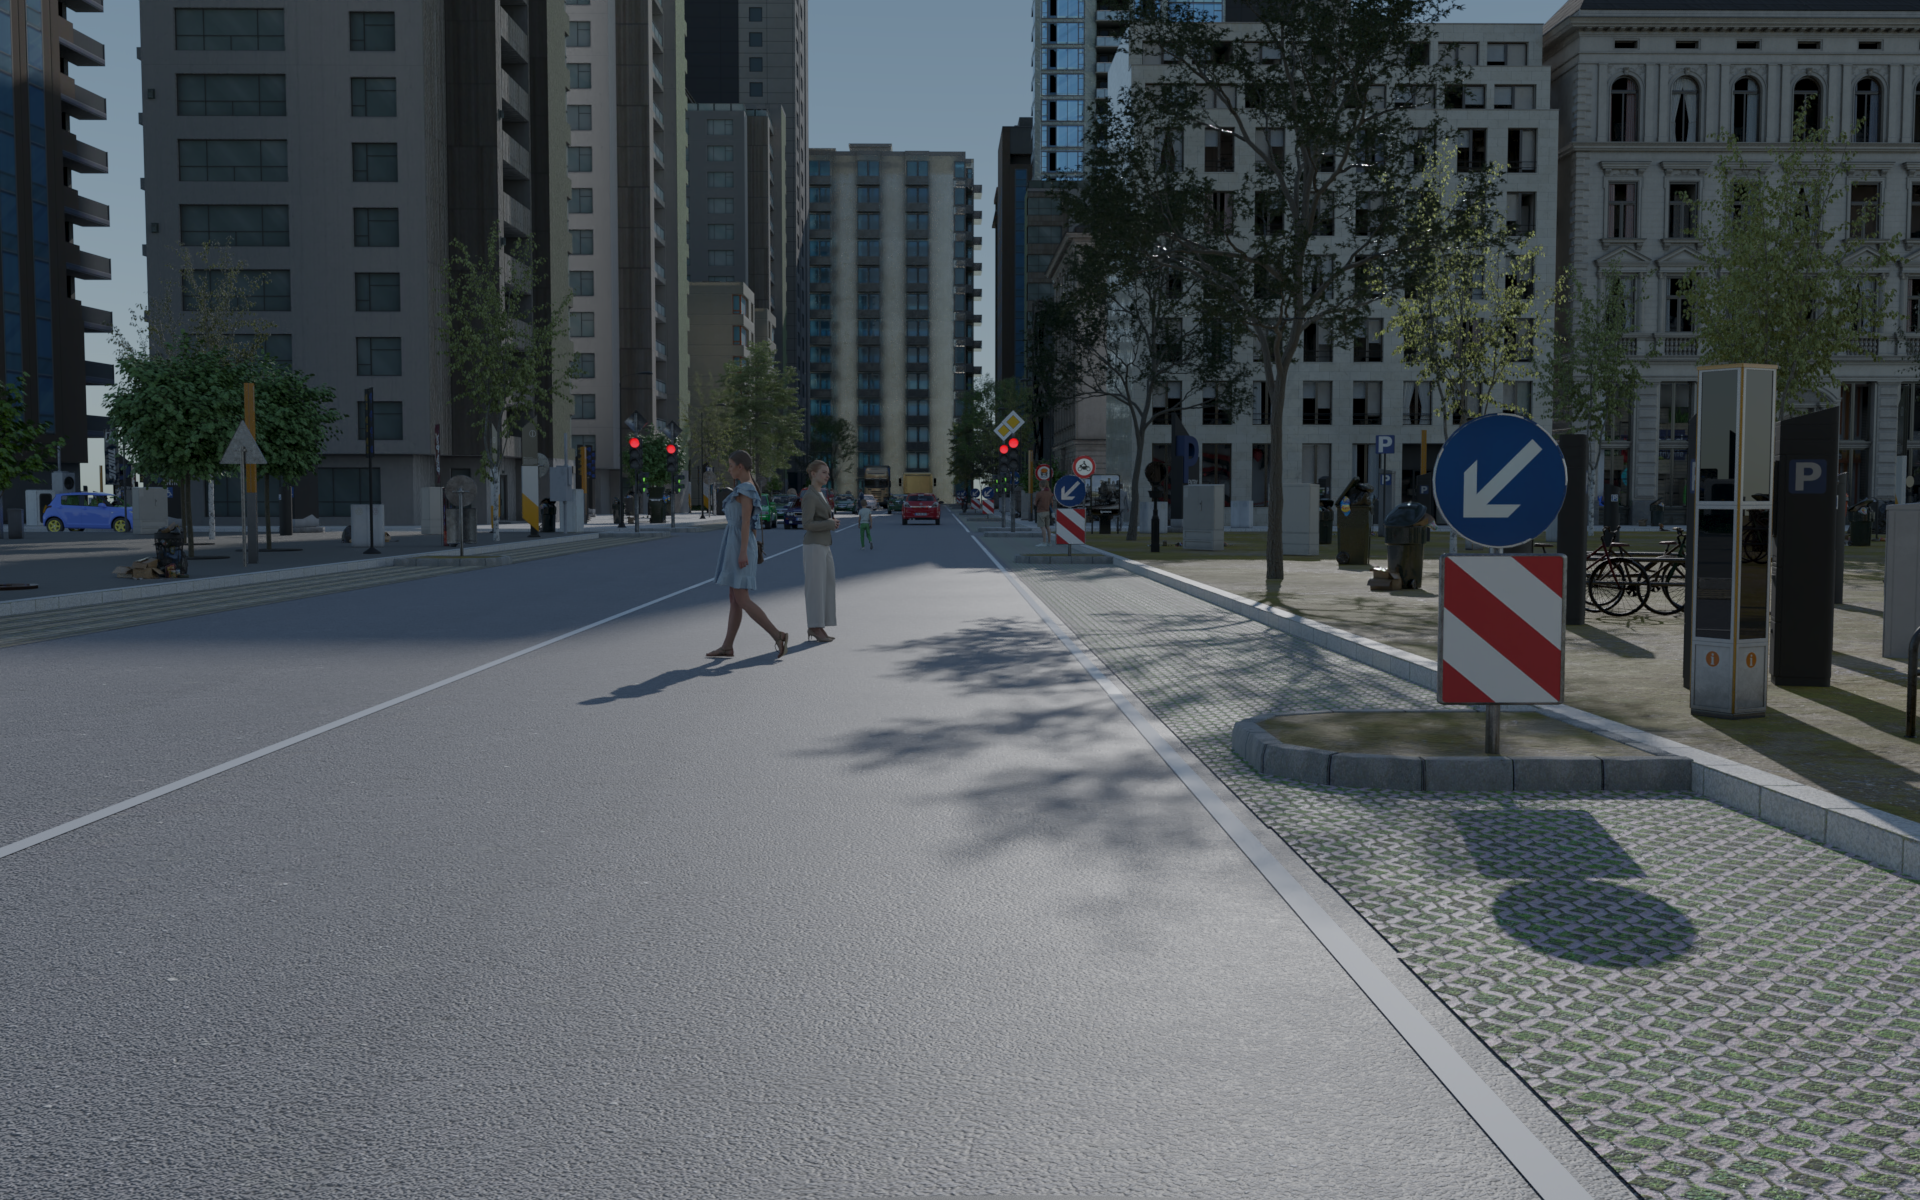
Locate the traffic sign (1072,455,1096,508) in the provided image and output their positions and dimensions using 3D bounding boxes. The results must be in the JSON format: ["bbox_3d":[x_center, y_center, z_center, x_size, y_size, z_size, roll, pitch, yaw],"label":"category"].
[{"bbox_3d":[4.077,-3.476,56.945,0.768,2.556,0.104,0,4,3],"label":"traffic sign"}]

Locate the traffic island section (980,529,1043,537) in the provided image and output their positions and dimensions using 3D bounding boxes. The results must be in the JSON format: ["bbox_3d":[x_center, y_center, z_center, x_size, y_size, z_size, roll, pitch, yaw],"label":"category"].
[{"bbox_3d":[1.803,-2.197,58.201,2.009,0.180,2.903,0,4,-1],"label":"traffic island section"}]

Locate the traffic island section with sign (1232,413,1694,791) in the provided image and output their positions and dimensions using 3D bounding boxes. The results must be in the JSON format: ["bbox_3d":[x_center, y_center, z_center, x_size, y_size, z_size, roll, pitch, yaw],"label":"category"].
[{"bbox_3d":[2.523,-0.038,9.243,1.989,1.847,2.006,0,4,-1],"label":"traffic island section with sign"}]

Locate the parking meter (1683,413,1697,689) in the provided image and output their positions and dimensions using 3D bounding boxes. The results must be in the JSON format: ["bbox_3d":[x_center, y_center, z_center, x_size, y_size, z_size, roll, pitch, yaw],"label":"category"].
[{"bbox_3d":[4.912,-0.341,11.291,0.255,1.863,0.399,0,4,6],"label":"parking meter"}]

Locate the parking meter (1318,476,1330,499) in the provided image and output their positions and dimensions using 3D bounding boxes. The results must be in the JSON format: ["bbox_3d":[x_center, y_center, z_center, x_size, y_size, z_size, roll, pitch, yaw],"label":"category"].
[{"bbox_3d":[11.749,-3.073,55.948,0.255,1.863,0.399,2,4,35],"label":"parking meter"}]

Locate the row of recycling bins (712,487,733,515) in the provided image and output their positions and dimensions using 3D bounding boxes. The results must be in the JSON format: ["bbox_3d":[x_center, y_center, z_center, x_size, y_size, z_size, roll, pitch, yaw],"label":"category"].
[{"bbox_3d":[-14.446,-6.038,105.839,1.069,1.692,3.534,-1,4,-16],"label":"row of recycling bins"}]

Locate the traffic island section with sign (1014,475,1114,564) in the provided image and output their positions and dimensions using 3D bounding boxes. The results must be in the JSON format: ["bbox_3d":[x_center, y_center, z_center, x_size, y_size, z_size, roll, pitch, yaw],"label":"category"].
[{"bbox_3d":[2.137,-1.686,36.195,1.989,1.847,2.006,0,4,-1],"label":"traffic island section with sign"}]

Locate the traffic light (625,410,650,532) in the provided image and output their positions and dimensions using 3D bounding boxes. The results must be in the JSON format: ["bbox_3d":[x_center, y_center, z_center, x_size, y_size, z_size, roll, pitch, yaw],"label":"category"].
[{"bbox_3d":[-10.797,-4.218,57.887,0.839,4.253,0.868,0,4,-1],"label":"traffic light"}]

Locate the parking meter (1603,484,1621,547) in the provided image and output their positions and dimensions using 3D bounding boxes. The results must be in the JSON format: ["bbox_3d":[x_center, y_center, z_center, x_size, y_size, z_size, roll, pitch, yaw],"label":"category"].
[{"bbox_3d":[15.775,-2.049,41.913,0.372,1.533,0.369,0,3,0],"label":"parking meter"}]

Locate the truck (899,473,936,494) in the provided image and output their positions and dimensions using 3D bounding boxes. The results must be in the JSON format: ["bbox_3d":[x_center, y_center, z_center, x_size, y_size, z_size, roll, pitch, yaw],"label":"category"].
[{"bbox_3d":[-3.790,-9.746,155.263,3.469,3.379,9.791,0,4,-2],"label":"truck"}]

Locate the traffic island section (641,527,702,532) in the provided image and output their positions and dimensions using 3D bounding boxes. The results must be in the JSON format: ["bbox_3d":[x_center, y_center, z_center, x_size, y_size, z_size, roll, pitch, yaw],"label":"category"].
[{"bbox_3d":[-10.954,-2.674,66.006,2.009,0.180,2.903,0,4,-1],"label":"traffic island section"}]

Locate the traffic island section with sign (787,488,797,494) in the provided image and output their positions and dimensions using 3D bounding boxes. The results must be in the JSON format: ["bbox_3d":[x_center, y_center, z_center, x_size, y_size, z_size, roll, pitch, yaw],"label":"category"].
[{"bbox_3d":[-11.380,-6.663,117.564,1.989,1.847,2.006,0,4,-1],"label":"traffic island section with sign"}]

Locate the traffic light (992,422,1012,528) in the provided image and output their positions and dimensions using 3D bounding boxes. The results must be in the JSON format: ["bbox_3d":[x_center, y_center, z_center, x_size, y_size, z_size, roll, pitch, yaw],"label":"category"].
[{"bbox_3d":[1.646,-4.719,66.071,0.839,4.253,0.868,0,4,-1],"label":"traffic light"}]

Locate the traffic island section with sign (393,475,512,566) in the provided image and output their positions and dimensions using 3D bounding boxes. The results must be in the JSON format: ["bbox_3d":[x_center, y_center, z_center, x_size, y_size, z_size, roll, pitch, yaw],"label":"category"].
[{"bbox_3d":[-10.180,-1.615,35.027,1.989,1.847,2.006,0,4,-1],"label":"traffic island section with sign"}]

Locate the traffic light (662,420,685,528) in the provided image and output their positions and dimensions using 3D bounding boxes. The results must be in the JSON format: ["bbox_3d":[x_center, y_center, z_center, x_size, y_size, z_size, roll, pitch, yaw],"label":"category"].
[{"bbox_3d":[-10.914,-4.706,65.872,0.839,4.253,0.868,0,4,-1],"label":"traffic light"}]

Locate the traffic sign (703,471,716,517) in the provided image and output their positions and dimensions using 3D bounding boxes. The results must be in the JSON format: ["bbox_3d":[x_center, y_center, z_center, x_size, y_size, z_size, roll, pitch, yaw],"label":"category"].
[{"bbox_3d":[-13.726,-5.790,94.778,0.768,2.556,0.104,0,4,1],"label":"traffic sign"}]

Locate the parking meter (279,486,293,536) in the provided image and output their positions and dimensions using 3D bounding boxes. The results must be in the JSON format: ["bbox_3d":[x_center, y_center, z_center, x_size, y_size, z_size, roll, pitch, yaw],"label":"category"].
[{"bbox_3d":[-20.869,-2.764,53.598,0.372,1.533,0.369,0,3,0],"label":"parking meter"}]

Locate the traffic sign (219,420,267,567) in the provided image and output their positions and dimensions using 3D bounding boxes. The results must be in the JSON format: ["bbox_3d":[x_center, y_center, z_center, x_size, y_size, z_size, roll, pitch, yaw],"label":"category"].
[{"bbox_3d":[-12.622,-1.865,30.493,0.884,2.594,0.081,0,4,7],"label":"traffic sign"}]

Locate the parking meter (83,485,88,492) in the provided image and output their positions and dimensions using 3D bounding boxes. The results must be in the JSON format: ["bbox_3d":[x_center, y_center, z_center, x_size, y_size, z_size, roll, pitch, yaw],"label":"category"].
[{"bbox_3d":[-59.143,-6.817,117.167,0.255,1.863,0.399,-2,4,-34],"label":"parking meter"}]

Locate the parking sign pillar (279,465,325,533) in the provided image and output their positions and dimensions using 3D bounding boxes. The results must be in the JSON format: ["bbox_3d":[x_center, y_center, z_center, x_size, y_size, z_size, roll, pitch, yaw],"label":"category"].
[{"bbox_3d":[-21.948,-4.231,57.656,1.447,3.967,1.447,1,4,15],"label":"parking sign pillar"}]

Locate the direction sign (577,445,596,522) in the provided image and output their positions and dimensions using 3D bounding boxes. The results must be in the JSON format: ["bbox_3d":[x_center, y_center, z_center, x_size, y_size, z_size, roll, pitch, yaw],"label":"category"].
[{"bbox_3d":[-17.241,-5.355,79.547,0.379,3.537,0.876,2,4,32],"label":"direction sign"}]

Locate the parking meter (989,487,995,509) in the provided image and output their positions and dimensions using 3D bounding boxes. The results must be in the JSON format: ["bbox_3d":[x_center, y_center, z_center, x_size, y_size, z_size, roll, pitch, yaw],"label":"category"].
[{"bbox_3d":[2.558,-8.096,138.080,0.255,1.863,0.399,3,5,42],"label":"parking meter"}]

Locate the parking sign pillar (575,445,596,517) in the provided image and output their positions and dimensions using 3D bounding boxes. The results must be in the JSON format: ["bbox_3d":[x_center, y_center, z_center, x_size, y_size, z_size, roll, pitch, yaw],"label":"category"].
[{"bbox_3d":[-20.809,-6.544,95.471,1.447,3.967,1.447,1,4,9],"label":"parking sign pillar"}]

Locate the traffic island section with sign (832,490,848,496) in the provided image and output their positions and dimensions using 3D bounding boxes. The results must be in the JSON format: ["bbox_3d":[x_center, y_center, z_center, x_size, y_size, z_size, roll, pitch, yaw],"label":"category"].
[{"bbox_3d":[-12.127,-9.739,167.861,1.989,1.847,2.006,0,4,-1],"label":"traffic island section with sign"}]

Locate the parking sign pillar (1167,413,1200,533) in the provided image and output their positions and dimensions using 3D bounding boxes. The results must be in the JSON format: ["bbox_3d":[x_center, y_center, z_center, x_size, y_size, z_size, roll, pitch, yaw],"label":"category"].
[{"bbox_3d":[7.525,-4.242,57.822,1.447,3.967,1.447,2,4,34],"label":"parking sign pillar"}]

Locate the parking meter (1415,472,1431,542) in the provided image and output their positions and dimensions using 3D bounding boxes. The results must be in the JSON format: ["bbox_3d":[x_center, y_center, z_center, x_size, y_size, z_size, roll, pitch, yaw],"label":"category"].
[{"bbox_3d":[12.509,-2.515,46.829,0.399,1.863,0.255,0,4,7],"label":"parking meter"}]

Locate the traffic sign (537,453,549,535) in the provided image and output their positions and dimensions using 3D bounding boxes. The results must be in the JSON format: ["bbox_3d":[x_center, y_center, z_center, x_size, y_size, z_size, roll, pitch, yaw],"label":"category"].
[{"bbox_3d":[-13.042,-3.261,53.423,0.768,2.556,0.104,1,4,8],"label":"traffic sign"}]

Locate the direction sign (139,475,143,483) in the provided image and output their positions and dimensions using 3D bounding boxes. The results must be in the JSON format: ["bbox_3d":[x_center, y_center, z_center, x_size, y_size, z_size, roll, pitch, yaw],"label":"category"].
[{"bbox_3d":[-55.989,-7.769,119.018,0.876,3.537,0.379,1,4,15],"label":"direction sign"}]

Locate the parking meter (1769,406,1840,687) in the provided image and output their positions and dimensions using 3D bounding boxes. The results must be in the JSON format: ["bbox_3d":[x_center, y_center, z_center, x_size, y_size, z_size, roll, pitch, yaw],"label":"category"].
[{"bbox_3d":[5.638,-0.361,11.617,0.399,1.863,0.255,1,4,19],"label":"parking meter"}]

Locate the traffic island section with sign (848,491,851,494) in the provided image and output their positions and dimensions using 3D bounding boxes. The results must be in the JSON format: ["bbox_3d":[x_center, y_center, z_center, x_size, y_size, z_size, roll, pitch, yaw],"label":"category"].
[{"bbox_3d":[-12.536,-11.446,195.772,1.989,1.847,2.006,0,4,-1],"label":"traffic island section with sign"}]

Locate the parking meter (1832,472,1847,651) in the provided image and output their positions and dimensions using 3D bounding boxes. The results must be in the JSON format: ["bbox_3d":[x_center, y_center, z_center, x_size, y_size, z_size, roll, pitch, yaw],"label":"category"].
[{"bbox_3d":[6.990,-0.356,14.234,0.372,1.533,0.369,0,3,0],"label":"parking meter"}]

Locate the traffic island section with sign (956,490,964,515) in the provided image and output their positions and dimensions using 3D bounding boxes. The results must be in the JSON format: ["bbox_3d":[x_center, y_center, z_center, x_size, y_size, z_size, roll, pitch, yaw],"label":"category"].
[{"bbox_3d":[0.929,-6.688,117.974,1.989,1.847,2.006,0,4,-1],"label":"traffic island section with sign"}]

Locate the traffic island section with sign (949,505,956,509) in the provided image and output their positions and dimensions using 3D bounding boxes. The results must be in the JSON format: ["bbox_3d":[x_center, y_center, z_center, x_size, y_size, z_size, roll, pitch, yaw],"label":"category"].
[{"bbox_3d":[0.196,-9.769,168.345,1.989,1.847,2.006,0,4,-1],"label":"traffic island section with sign"}]

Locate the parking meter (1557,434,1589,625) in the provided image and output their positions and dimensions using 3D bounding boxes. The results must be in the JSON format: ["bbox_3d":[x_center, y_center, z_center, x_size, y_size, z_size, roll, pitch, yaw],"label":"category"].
[{"bbox_3d":[6.041,-0.696,17.086,0.255,1.863,0.399,2,4,24],"label":"parking meter"}]

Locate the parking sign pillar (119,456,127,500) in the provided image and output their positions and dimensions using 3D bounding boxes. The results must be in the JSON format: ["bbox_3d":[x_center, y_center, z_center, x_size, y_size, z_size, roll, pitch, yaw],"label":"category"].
[{"bbox_3d":[-53.666,-7.515,111.345,1.447,3.967,1.447,1,4,10],"label":"parking sign pillar"}]

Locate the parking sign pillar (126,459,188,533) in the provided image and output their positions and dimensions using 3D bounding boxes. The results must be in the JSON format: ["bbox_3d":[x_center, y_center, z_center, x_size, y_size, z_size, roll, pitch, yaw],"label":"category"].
[{"bbox_3d":[-26.398,-4.215,57.389,1.447,3.967,1.447,2,4,23],"label":"parking sign pillar"}]

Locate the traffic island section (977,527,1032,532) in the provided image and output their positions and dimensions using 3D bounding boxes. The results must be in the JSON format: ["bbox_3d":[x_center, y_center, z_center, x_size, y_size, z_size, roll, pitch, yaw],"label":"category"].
[{"bbox_3d":[1.686,-2.685,66.185,2.009,0.180,2.903,0,4,-1],"label":"traffic island section"}]

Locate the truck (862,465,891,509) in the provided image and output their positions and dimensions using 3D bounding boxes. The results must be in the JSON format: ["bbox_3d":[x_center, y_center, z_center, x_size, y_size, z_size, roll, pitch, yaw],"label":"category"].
[{"bbox_3d":[-8.177,-11.160,171.384,2.839,4.237,11.283,0,4,-2],"label":"truck"}]

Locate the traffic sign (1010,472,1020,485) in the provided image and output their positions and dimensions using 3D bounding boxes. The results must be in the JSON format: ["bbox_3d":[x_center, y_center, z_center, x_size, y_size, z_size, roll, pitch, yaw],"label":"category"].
[{"bbox_3d":[3.001,-5.923,96.939,0.768,2.556,0.104,0,4,1],"label":"traffic sign"}]

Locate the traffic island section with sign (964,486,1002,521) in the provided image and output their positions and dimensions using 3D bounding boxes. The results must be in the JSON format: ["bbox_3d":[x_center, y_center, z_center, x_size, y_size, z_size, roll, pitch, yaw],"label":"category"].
[{"bbox_3d":[1.341,-5.029,90.857,1.989,1.847,2.006,0,4,-1],"label":"traffic island section with sign"}]

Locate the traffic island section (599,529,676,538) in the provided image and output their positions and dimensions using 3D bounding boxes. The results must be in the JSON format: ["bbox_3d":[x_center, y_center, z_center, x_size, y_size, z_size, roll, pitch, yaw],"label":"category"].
[{"bbox_3d":[-10.837,-2.186,58.021,2.009,0.180,2.903,0,4,-1],"label":"traffic island section"}]

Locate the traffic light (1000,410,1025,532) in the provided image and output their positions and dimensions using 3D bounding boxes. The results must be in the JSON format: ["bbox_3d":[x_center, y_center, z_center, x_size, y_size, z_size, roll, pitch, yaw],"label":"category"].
[{"bbox_3d":[1.763,-4.230,58.087,0.839,4.253,0.868,0,4,-1],"label":"traffic light"}]

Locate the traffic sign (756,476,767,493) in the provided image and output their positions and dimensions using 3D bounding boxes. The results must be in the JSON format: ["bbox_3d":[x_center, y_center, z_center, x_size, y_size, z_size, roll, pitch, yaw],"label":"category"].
[{"bbox_3d":[-14.014,-7.464,122.148,0.768,2.556,0.104,0,4,5],"label":"traffic sign"}]

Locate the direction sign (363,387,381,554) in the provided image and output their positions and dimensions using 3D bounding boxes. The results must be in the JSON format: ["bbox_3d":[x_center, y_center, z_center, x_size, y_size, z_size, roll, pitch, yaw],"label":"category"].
[{"bbox_3d":[-12.646,-2.761,37.146,0.379,3.537,0.876,-2,4,-28],"label":"direction sign"}]

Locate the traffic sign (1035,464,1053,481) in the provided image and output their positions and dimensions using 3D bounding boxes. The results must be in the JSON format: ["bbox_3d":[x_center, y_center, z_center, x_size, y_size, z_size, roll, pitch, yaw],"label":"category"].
[{"bbox_3d":[3.549,-4.464,73.098,0.768,2.556,0.104,0,4,4],"label":"traffic sign"}]
